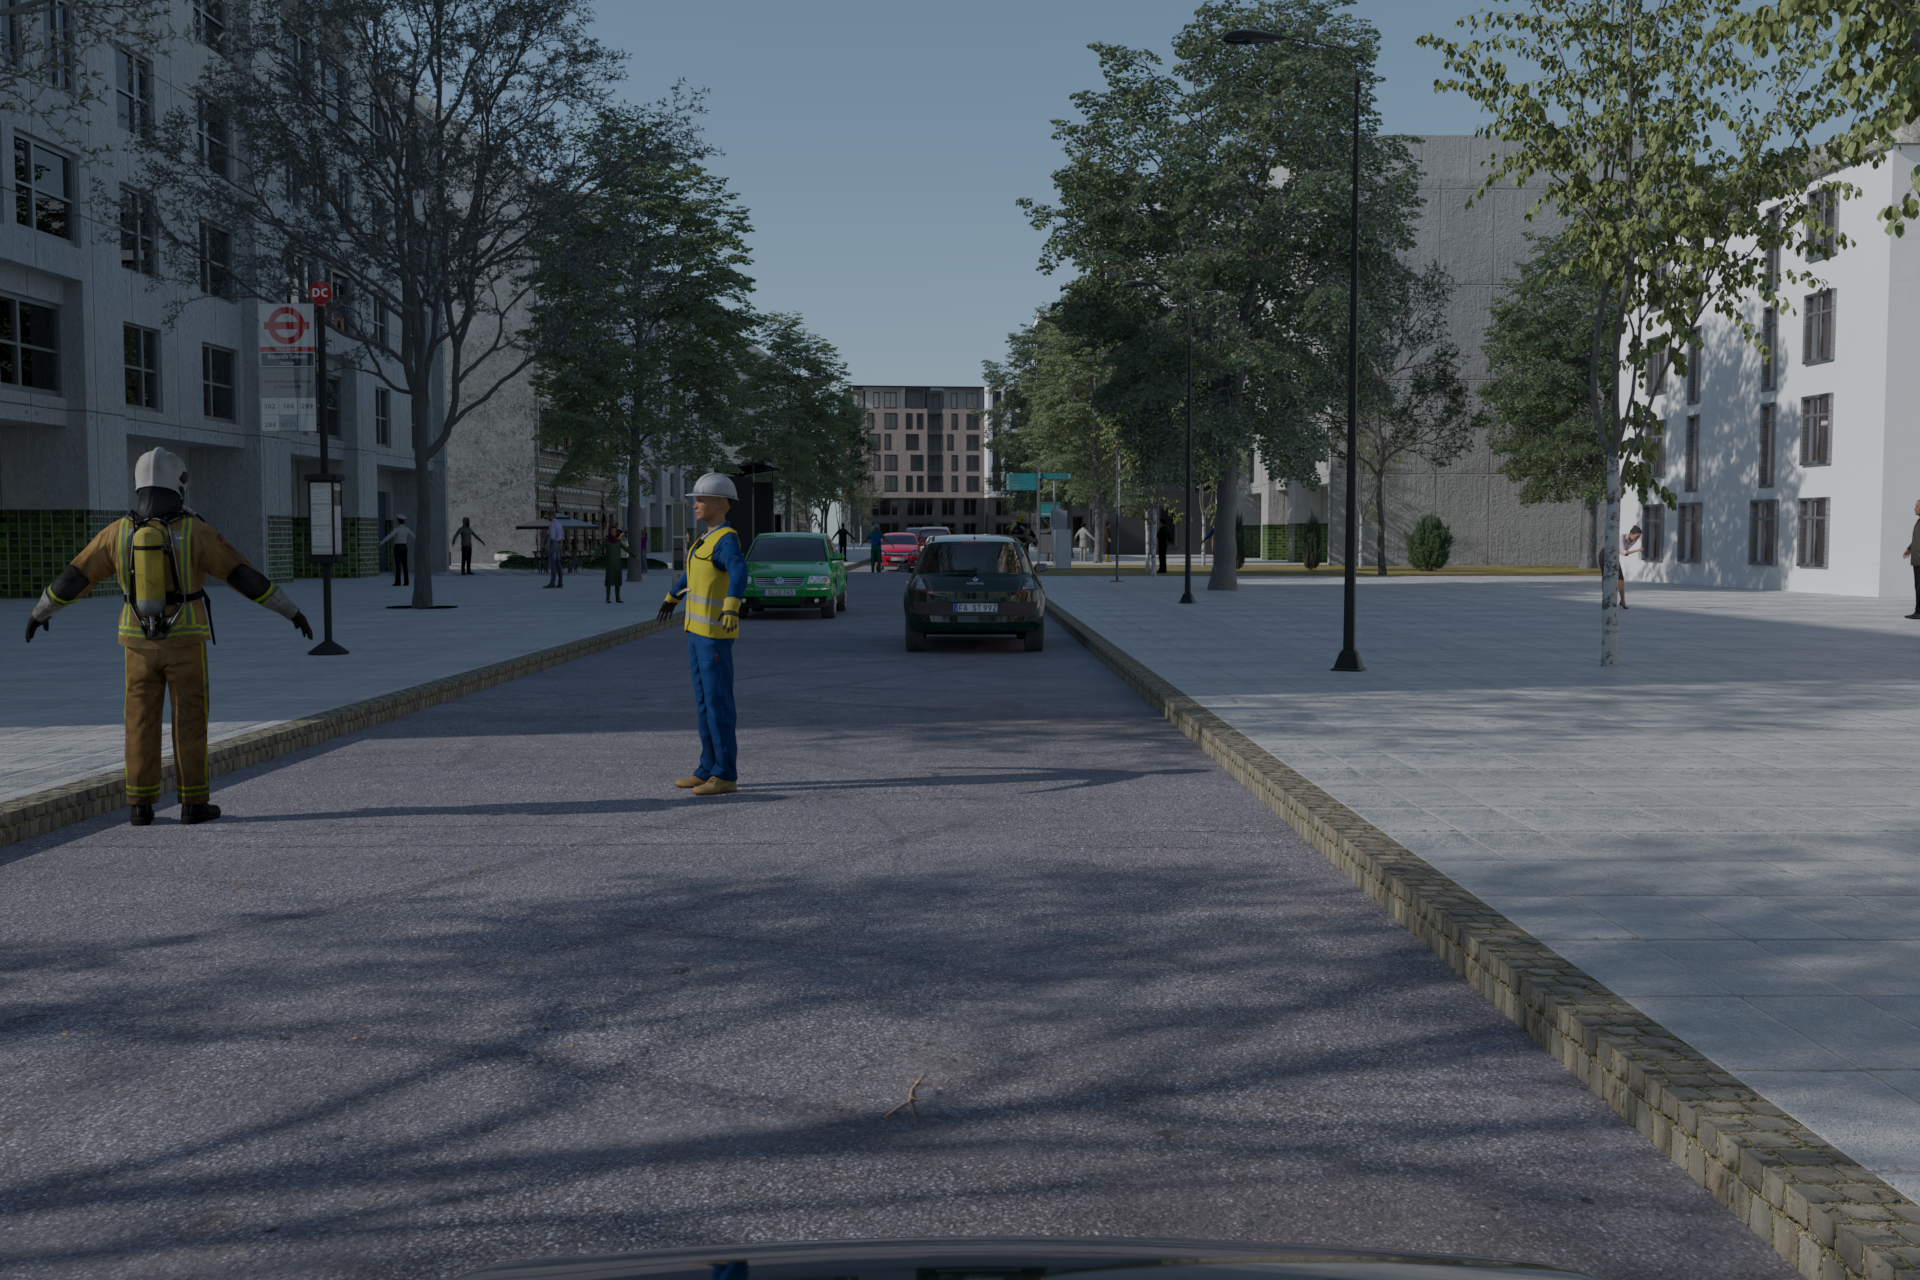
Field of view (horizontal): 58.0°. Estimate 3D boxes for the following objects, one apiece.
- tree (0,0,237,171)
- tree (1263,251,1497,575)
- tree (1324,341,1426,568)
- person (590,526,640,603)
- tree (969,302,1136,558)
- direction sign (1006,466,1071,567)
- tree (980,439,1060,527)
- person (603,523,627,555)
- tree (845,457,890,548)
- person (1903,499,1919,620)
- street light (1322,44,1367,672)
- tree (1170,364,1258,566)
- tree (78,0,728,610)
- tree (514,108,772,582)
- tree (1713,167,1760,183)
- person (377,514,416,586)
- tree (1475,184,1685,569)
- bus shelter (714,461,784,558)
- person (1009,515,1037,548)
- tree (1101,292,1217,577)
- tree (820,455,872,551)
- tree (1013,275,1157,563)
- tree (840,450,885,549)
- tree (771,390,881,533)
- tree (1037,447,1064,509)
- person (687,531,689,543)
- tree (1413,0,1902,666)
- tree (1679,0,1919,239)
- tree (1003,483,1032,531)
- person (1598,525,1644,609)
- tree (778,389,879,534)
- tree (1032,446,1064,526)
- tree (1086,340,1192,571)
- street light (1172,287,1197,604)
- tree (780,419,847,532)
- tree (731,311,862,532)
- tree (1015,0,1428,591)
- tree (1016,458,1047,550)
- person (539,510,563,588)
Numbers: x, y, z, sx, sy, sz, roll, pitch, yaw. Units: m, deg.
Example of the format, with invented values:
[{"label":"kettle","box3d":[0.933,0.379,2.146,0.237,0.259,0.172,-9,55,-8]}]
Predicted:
[{"label":"tree","box3d":[-9.382,-6.193,11.623,12.009,13.543,11.850,0,3,0]},{"label":"tree","box3d":[12.796,-7.288,53.565,7.601,10.594,8.767,0,4,2]},{"label":"tree","box3d":[14.944,-7.032,65.343,4.360,8.622,3.978,0,3,0]},{"label":"person","box3d":[-6.417,-1.404,32.167,0.989,1.438,0.599,-3,4,-37]},{"label":"tree","box3d":[5.685,-11.368,92.528,9.857,13.997,8.962,0,3,0]},{"label":"direction sign","box3d":[3.084,-4.808,67.379,2.525,3.948,1.411,0,4,0]},{"label":"tree","box3d":[5.900,-13.466,154.576,8.767,10.594,7.601,0,4,-4]},{"label":"person","box3d":[-16.703,-4.793,84.301,1.347,1.837,0.705,0,4,-7]},{"label":"tree","box3d":[-9.264,-12.730,158.495,4.360,8.622,3.978,0,3,0]},{"label":"person","box3d":[14.477,-1.219,26.119,0.705,1.807,1.348,1,4,18]},{"label":"street light","box3d":[4.200,-2.665,16.106,1.470,5.913,1.316,0,4,0]},{"label":"tree","box3d":[9.950,-7.243,68.784,4.737,8.622,4.395,0,3,0]},{"label":"tree","box3d":[-9.120,-7.285,29.482,12.009,13.543,11.850,0,3,0]},{"label":"tree","box3d":[-8.596,-7.873,46.858,7.486,12.596,7.792,0,3,0]},{"label":"tree","box3d":[24.526,-8.320,54.166,7.486,12.596,7.792,0,3,0]},{"label":"person","box3d":[-13.869,-2.225,42.837,0.721,1.778,1.216,3,4,38]},{"label":"tree","box3d":[23.368,-9.633,64.158,9.857,13.997,8.962,0,3,0]},{"label":"bus shelter","box3d":[-7.148,-4.134,58.878,1.731,3.624,6.357,0,3,0]},{"label":"person","box3d":[1.842,-2.837,52.154,0.704,1.858,1.351,-2,4,-34]},{"label":"tree","box3d":[5.994,-6.198,51.693,4.737,8.622,4.395,0,3,0]},{"label":"tree","box3d":[-9.374,-11.134,132.404,4.360,8.622,3.978,0,3,0]},{"label":"tree","box3d":[5.795,-9.697,76.669,7.486,12.596,7.792,0,3,0]},{"label":"tree","box3d":[-9.264,-12.079,147.849,4.360,8.622,3.978,0,3,0]},{"label":"tree","box3d":[-9.134,-10.891,112.477,8.767,10.594,7.601,0,4,6]},{"label":"tree","box3d":[6.095,-10.404,120.474,4.737,8.622,4.395,0,3,0]},{"label":"person","box3d":[-12.146,-4.256,75.713,0.704,1.817,1.347,-3,5,-40]},{"label":"tree","box3d":[6.558,-4.049,16.560,4.737,8.622,4.395,0,3,0]},{"label":"tree","box3d":[5.846,-3.625,9.639,4.737,8.622,4.395,0,3,0]},{"label":"tree","box3d":[5.463,-12.059,147.531,4.360,8.622,3.978,0,3,0]},{"label":"person","box3d":[11.313,-1.246,29.600,0.799,1.438,0.628,2,4,30]},{"label":"tree","box3d":[-9.450,-12.094,123.487,9.928,11.665,9.643,0,3,0]},{"label":"tree","box3d":[6.220,-9.949,113.021,4.737,8.622,4.395,0,3,0]},{"label":"tree","box3d":[6.456,-6.682,59.611,4.737,8.622,4.395,0,3,0]},{"label":"street light","box3d":[4.752,-3.626,31.833,1.470,5.913,1.316,0,4,0]},{"label":"tree","box3d":[-9.064,-9.497,105.633,4.737,8.622,4.395,0,3,0]},{"label":"tree","box3d":[-8.623,-10.426,88.587,7.486,12.596,7.792,0,3,0]},{"label":"tree","box3d":[6.045,-8.117,39.372,9.857,13.997,8.962,0,3,0]},{"label":"tree","box3d":[6.225,-11.631,140.529,4.737,8.622,4.395,0,3,0]},{"label":"person","box3d":[-9.716,-2.143,40.953,0.599,1.838,0.709,1,4,9]}]
